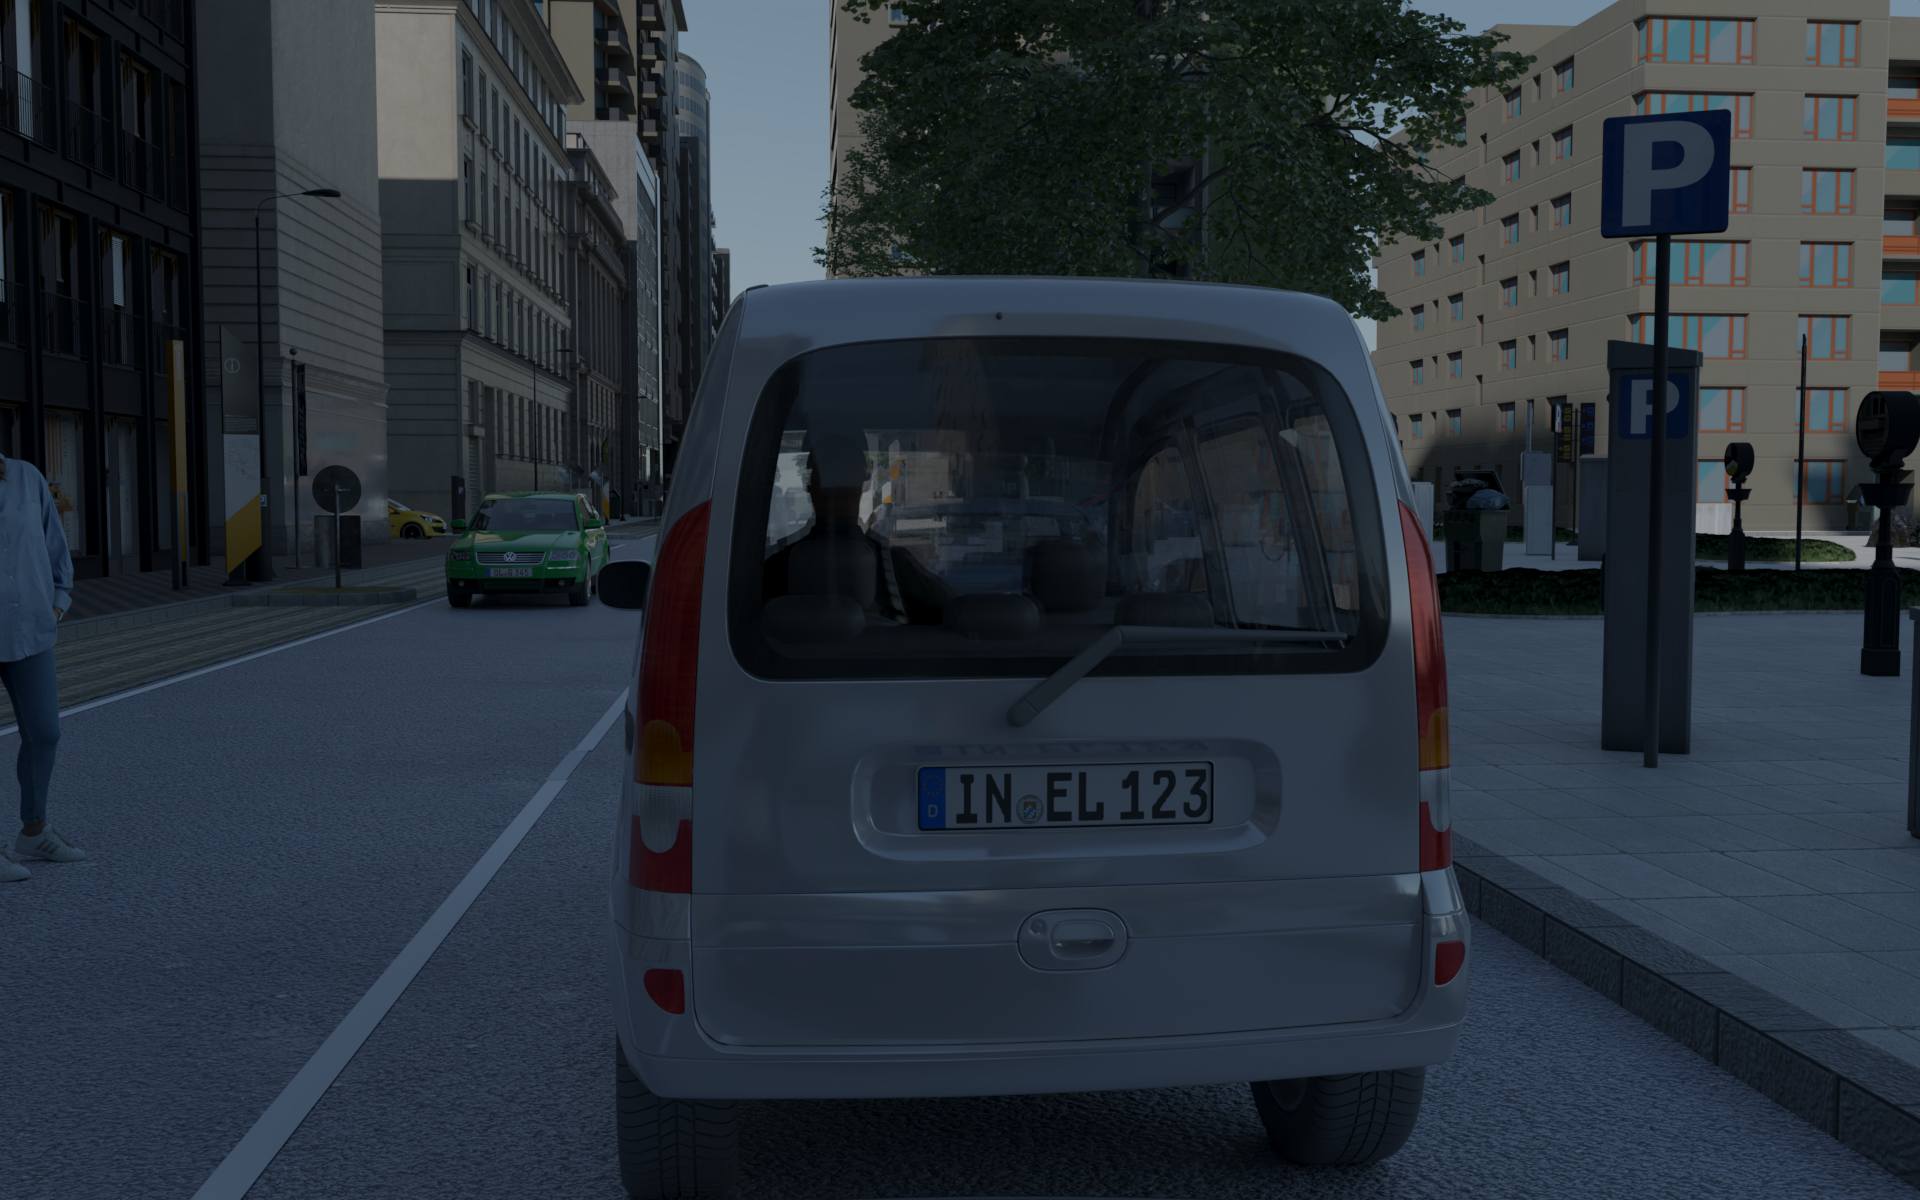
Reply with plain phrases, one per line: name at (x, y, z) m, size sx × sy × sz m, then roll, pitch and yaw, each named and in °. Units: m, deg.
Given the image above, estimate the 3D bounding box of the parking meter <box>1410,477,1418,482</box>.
parking meter at (15.042, -3.181, 57.725) m, size 0.399 × 1.863 × 0.255 m, roll -1°, pitch 4°, yaw -18°

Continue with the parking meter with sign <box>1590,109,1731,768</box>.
parking meter with sign at (3.547, -0.767, 8.808) m, size 0.543 × 3.016 × 1.738 m, roll 1°, pitch 4°, yaw 22°

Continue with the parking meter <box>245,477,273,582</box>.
parking meter at (-10.312, -1.041, 25.431) m, size 0.372 × 1.533 × 0.369 m, roll 0°, pitch 3°, yaw 0°

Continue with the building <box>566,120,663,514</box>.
building at (-27.431, -18.437, 119.468) m, size 12.078 × 24.808 × 19.932 m, roll 0°, pitch 4°, yaw -6°

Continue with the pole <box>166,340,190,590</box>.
pole at (-10.435, -1.790, 23.108) m, size 0.158 × 3.312 × 0.155 m, roll 0°, pitch 3°, yaw 0°

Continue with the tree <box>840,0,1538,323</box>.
tree at (2.002, -6.100, 17.858) m, size 7.486 × 12.596 × 7.792 m, roll 0°, pitch 3°, yaw 0°

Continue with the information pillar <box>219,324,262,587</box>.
information pillar at (-10.034, -2.005, 24.136) m, size 0.504 × 3.616 × 0.183 m, roll -3°, pitch 4°, yaw -37°

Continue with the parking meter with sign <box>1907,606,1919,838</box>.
parking meter with sign at (4.419, -0.611, 6.244) m, size 1.738 × 3.016 × 0.543 m, roll 0°, pitch 4°, yaw -1°

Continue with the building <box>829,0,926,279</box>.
building at (1.841, -30.408, 120.867) m, size 21.300 × 48.544 × 21.600 m, roll 0°, pitch 4°, yaw -6°

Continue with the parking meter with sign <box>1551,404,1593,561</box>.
parking meter with sign at (12.247, -2.257, 33.164) m, size 1.738 × 3.016 × 0.543 m, roll 2°, pitch 4°, yaw 29°

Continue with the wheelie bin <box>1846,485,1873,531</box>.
wheelie bin at (31.045, -3.172, 59.768) m, size 0.693 × 1.594 × 0.980 m, roll 0°, pitch 4°, yaw -6°

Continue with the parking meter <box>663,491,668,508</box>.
parking meter at (-22.031, -7.413, 129.616) m, size 0.372 × 1.533 × 0.369 m, roll 0°, pitch 3°, yaw 0°

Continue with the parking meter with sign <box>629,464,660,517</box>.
parking meter with sign at (-17.981, -6.269, 98.763) m, size 1.738 × 3.016 × 0.543 m, roll -3°, pitch 5°, yaw -39°

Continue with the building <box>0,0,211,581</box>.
building at (-18.854, -11.765, 22.033) m, size 12.332 × 23.373 × 15.834 m, roll 0°, pitch 4°, yaw -6°

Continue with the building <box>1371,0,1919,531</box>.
building at (36.260, -14.012, 74.139) m, size 28.899 × 21.520 × 27.650 m, roll 0°, pitch 4°, yaw -6°

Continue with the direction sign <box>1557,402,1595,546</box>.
direction sign at (15.288, -3.122, 43.043) m, size 0.876 × 3.537 × 0.379 m, roll 2°, pitch 4°, yaw 26°

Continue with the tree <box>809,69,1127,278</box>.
tree at (0.197, -7.096, 41.782) m, size 9.928 × 11.665 × 9.643 m, roll 0°, pitch 3°, yaw 0°

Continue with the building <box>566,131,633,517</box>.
building at (-26.150, -15.639, 97.495) m, size 13.314 × 21.916 × 24.055 m, roll 0°, pitch 4°, yaw -6°

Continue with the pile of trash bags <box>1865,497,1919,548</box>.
pile of trash bags at (23.581, -1.975, 42.037) m, size 3.447 × 1.369 × 1.912 m, roll -3°, pitch 4°, yaw -38°

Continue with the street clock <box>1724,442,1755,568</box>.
street clock at (10.912, -1.207, 24.299) m, size 0.358 × 2.002 × 0.471 m, roll 0°, pitch 4°, yaw 1°

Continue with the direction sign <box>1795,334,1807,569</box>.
direction sign at (12.098, -2.013, 24.913) m, size 0.379 × 3.537 × 0.876 m, roll 2°, pitch 4°, yaw 27°

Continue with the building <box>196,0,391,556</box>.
building at (-23.348, -11.627, 39.258) m, size 18.267 × 20.994 × 9.793 m, roll 0°, pitch 4°, yaw -6°

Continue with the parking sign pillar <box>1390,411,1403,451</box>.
parking sign pillar at (9.616, -3.168, 40.263) m, size 1.447 × 3.967 × 1.447 m, roll -1°, pitch 4°, yaw -19°

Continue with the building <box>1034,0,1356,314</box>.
building at (6.119, -23.357, 65.478) m, size 14.086 × 41.232 × 14.154 m, roll 0°, pitch 4°, yaw -6°

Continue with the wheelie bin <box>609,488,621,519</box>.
wheelie bin at (-17.568, -4.897, 87.981) m, size 0.693 × 1.594 × 0.980 m, roll -1°, pitch 4°, yaw -9°

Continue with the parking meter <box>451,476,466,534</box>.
parking meter at (-15.960, -3.023, 55.134) m, size 0.255 × 1.863 × 0.399 m, roll 2°, pitch 4°, yaw 30°

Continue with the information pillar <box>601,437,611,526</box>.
information pillar at (-14.442, -4.844, 70.560) m, size 0.183 × 3.616 × 0.504 m, roll 1°, pitch 4°, yaw 14°

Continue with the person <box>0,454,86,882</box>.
person at (-3.608, 0.140, 6.472) m, size 0.793 × 1.790 × 0.793 m, roll 0°, pitch 4°, yaw 3°

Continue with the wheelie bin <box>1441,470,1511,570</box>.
wheelie bin at (6.788, -0.910, 22.794) m, size 0.693 × 1.594 × 0.980 m, roll -3°, pitch 4°, yaw -36°

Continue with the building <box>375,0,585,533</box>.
building at (-25.095, -14.504, 70.431) m, size 16.112 × 22.955 × 30.059 m, roll 0°, pitch 4°, yaw -6°

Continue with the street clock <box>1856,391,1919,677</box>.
street clock at (6.513, -0.467, 12.199) m, size 0.358 × 2.002 × 0.471 m, roll 0°, pitch 4°, yaw 1°

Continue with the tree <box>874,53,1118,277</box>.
tree at (0.851, -4.724, 27.603) m, size 4.737 × 8.622 × 4.395 m, roll 0°, pitch 3°, yaw 0°
